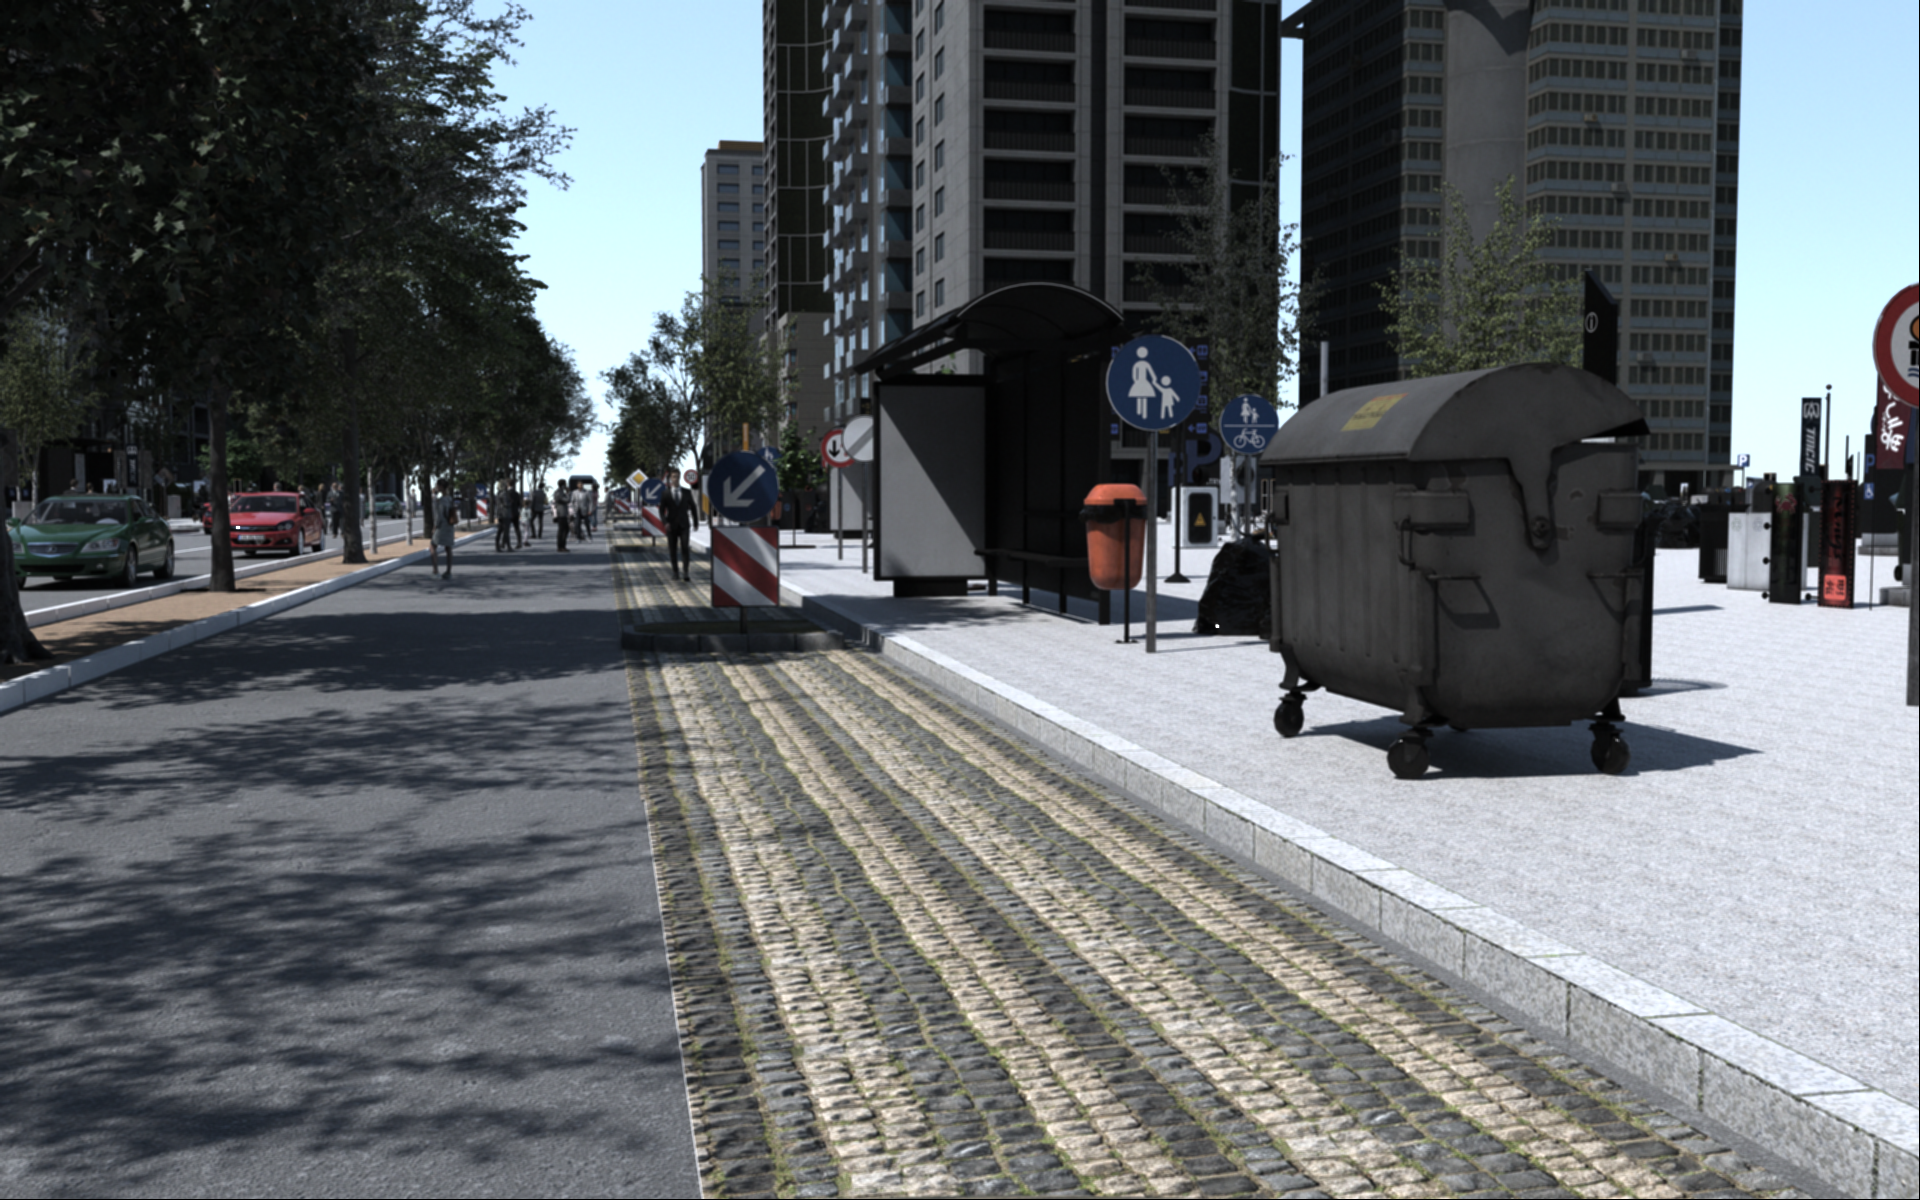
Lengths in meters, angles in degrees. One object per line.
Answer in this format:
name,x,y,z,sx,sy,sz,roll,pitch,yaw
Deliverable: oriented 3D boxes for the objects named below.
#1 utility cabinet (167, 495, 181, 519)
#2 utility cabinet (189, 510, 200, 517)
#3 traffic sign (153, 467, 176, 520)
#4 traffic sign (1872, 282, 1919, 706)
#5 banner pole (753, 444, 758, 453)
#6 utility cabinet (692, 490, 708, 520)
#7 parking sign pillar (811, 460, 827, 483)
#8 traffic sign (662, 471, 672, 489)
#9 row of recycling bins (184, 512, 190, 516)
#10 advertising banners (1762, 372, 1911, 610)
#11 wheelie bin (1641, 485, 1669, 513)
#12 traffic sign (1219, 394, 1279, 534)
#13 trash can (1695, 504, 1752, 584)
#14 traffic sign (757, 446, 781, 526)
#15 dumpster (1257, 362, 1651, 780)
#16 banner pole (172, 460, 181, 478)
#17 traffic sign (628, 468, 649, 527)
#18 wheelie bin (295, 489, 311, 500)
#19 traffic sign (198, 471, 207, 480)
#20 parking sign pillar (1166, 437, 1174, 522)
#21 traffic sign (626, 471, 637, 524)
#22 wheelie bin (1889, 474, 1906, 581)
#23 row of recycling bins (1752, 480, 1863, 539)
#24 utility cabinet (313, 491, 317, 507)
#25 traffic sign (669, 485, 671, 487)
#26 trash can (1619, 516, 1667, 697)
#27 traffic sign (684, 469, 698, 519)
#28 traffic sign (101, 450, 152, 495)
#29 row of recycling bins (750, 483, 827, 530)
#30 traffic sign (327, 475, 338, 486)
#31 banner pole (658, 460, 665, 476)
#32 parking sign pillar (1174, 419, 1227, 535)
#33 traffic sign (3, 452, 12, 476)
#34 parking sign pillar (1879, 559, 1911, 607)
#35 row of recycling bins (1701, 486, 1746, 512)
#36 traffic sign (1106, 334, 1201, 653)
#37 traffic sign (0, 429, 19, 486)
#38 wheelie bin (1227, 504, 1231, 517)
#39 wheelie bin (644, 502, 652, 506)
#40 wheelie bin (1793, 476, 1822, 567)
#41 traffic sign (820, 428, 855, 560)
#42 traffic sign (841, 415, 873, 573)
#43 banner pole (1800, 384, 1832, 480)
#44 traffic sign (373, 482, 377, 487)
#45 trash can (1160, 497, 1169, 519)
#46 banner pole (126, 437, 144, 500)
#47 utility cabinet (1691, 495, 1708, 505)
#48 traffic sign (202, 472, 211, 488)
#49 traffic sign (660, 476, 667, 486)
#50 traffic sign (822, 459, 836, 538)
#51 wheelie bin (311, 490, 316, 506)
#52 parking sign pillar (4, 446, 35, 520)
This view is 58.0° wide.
utility cabinet,-40.540,-4.783,89.366,0.306,1.237,1.020,0,4,-2
utility cabinet,-41.921,-5.320,95.663,1.173,1.500,0.318,0,4,-3
traffic sign,-29.413,-3.697,64.086,0.795,2.450,0.064,-1,4,-12
traffic sign,5.786,-0.631,10.429,0.768,2.556,0.104,-1,4,-10
banner pole,-10.168,-5.948,87.265,0.863,3.779,0.401,-3,4,-36
utility cabinet,-12.672,-4.704,85.586,1.173,1.500,0.318,1,4,23
parking sign pillar,-9.112,-7.678,114.004,1.447,3.967,1.447,-1,4,-10
traffic sign,-16.448,-5.956,97.378,0.884,2.594,0.081,0,4,-5
row of recycling bins,-44.255,-5.770,101.455,1.069,1.692,3.534,0,4,7
advertising banners,9.878,-1.426,19.496,0.090,3.025,2.074,-1,4,-18
wheelie bin,23.414,-3.096,58.524,0.980,1.594,0.693,-1,4,-15
traffic sign,3.680,-1.348,22.144,0.768,2.556,0.104,0,4,-3
trash can,11.002,-0.816,24.995,0.748,1.137,0.748,0,3,0
traffic sign,-5.073,-2.809,46.040,0.768,2.556,0.104,0,4,-5
dumpster,2.376,-0.168,8.510,1.264,1.857,1.865,-1,4,-12
banner pole,-58.050,-8.471,128.514,0.401,3.779,0.863,2,4,29
traffic sign,-12.524,-3.909,67.561,0.795,2.450,0.064,-1,4,-12
wheelie bin,-46.117,-6.913,120.933,0.693,1.594,0.980,3,5,40
traffic sign,-41.979,-5.886,96.341,0.768,2.556,0.104,-1,4,-9
parking sign pillar,10.338,-5.647,80.804,1.447,3.967,1.447,3,4,37
traffic sign,-14.149,-4.388,75.380,0.795,2.450,0.064,-1,4,-12
wheelie bin,14.155,-1.072,25.428,0.693,1.594,0.980,-3,5,-41
row of recycling bins,25.087,-2.661,50.626,3.534,1.692,1.069,2,4,25
utility cabinet,-51.573,-7.915,138.088,1.173,1.500,0.318,1,4,18
traffic sign,-20.834,-7.665,125.322,0.884,2.594,0.081,-1,4,-11
trash can,4.128,0.032,11.127,0.748,1.137,0.748,0,3,0
traffic sign,-13.855,-5.458,89.339,0.768,2.556,0.104,-1,4,-9
traffic sign,-38.654,-5.290,80.360,2.265,3.308,0.079,0,4,-3
row of recycling bins,-5.994,-3.370,62.217,3.534,1.692,1.069,-2,4,-32
traffic sign,-42.877,-7.248,118.513,0.884,2.594,0.081,0,4,-3
banner pole,-21.966,-8.369,126.856,0.401,3.779,0.863,-1,4,-18
parking sign pillar,7.659,-4.030,54.362,1.447,3.967,1.447,0,4,-4
traffic sign,-28.745,-3.162,51.808,0.768,2.556,0.104,0,4,-4
parking sign pillar,11.387,-1.916,19.803,1.447,3.967,1.447,0,4,0
row of recycling bins,40.277,-5.107,90.604,3.534,1.692,1.069,-1,4,-18
traffic sign,1.546,-0.846,13.938,0.768,2.556,0.104,0,4,-3
traffic sign,-30.609,-3.682,54.077,2.265,3.308,0.079,0,4,-8
wheelie bin,12.998,-4.582,82.821,0.980,1.594,0.693,1,4,14
wheelie bin,-24.248,-7.768,134.916,0.693,1.594,0.980,-2,4,-35
wheelie bin,14.868,-1.381,30.494,0.980,1.594,0.693,-2,4,-23
traffic sign,-2.332,-2.056,33.728,0.768,2.556,0.104,0,4,-6
traffic sign,-1.540,-1.708,28.031,0.768,2.556,0.104,0,4,-6
banner pole,19.557,-3.029,39.539,0.863,3.779,0.401,0,4,-3
traffic sign,-48.174,-8.675,141.945,0.768,2.556,0.104,-1,4,-8
trash can,10.556,-4.706,88.592,0.748,1.137,0.748,0,3,0
banner pole,-35.870,-5.227,75.476,0.863,3.779,0.401,-1,4,-15
utility cabinet,38.017,-4.765,89.074,0.306,1.237,1.020,-1,4,-10
traffic sign,-31.038,-4.175,71.905,0.795,2.450,0.064,-1,4,-12
traffic sign,-19.173,-6.773,110.737,0.884,2.594,0.081,0,4,-4
traffic sign,-3.622,-3.060,50.137,0.768,2.556,0.104,-1,4,-10
wheelie bin,-53.612,-8.288,143.411,0.693,1.594,0.980,3,4,36
parking sign pillar,-50.609,-6.421,93.461,1.447,3.967,1.447,-1,4,-14
